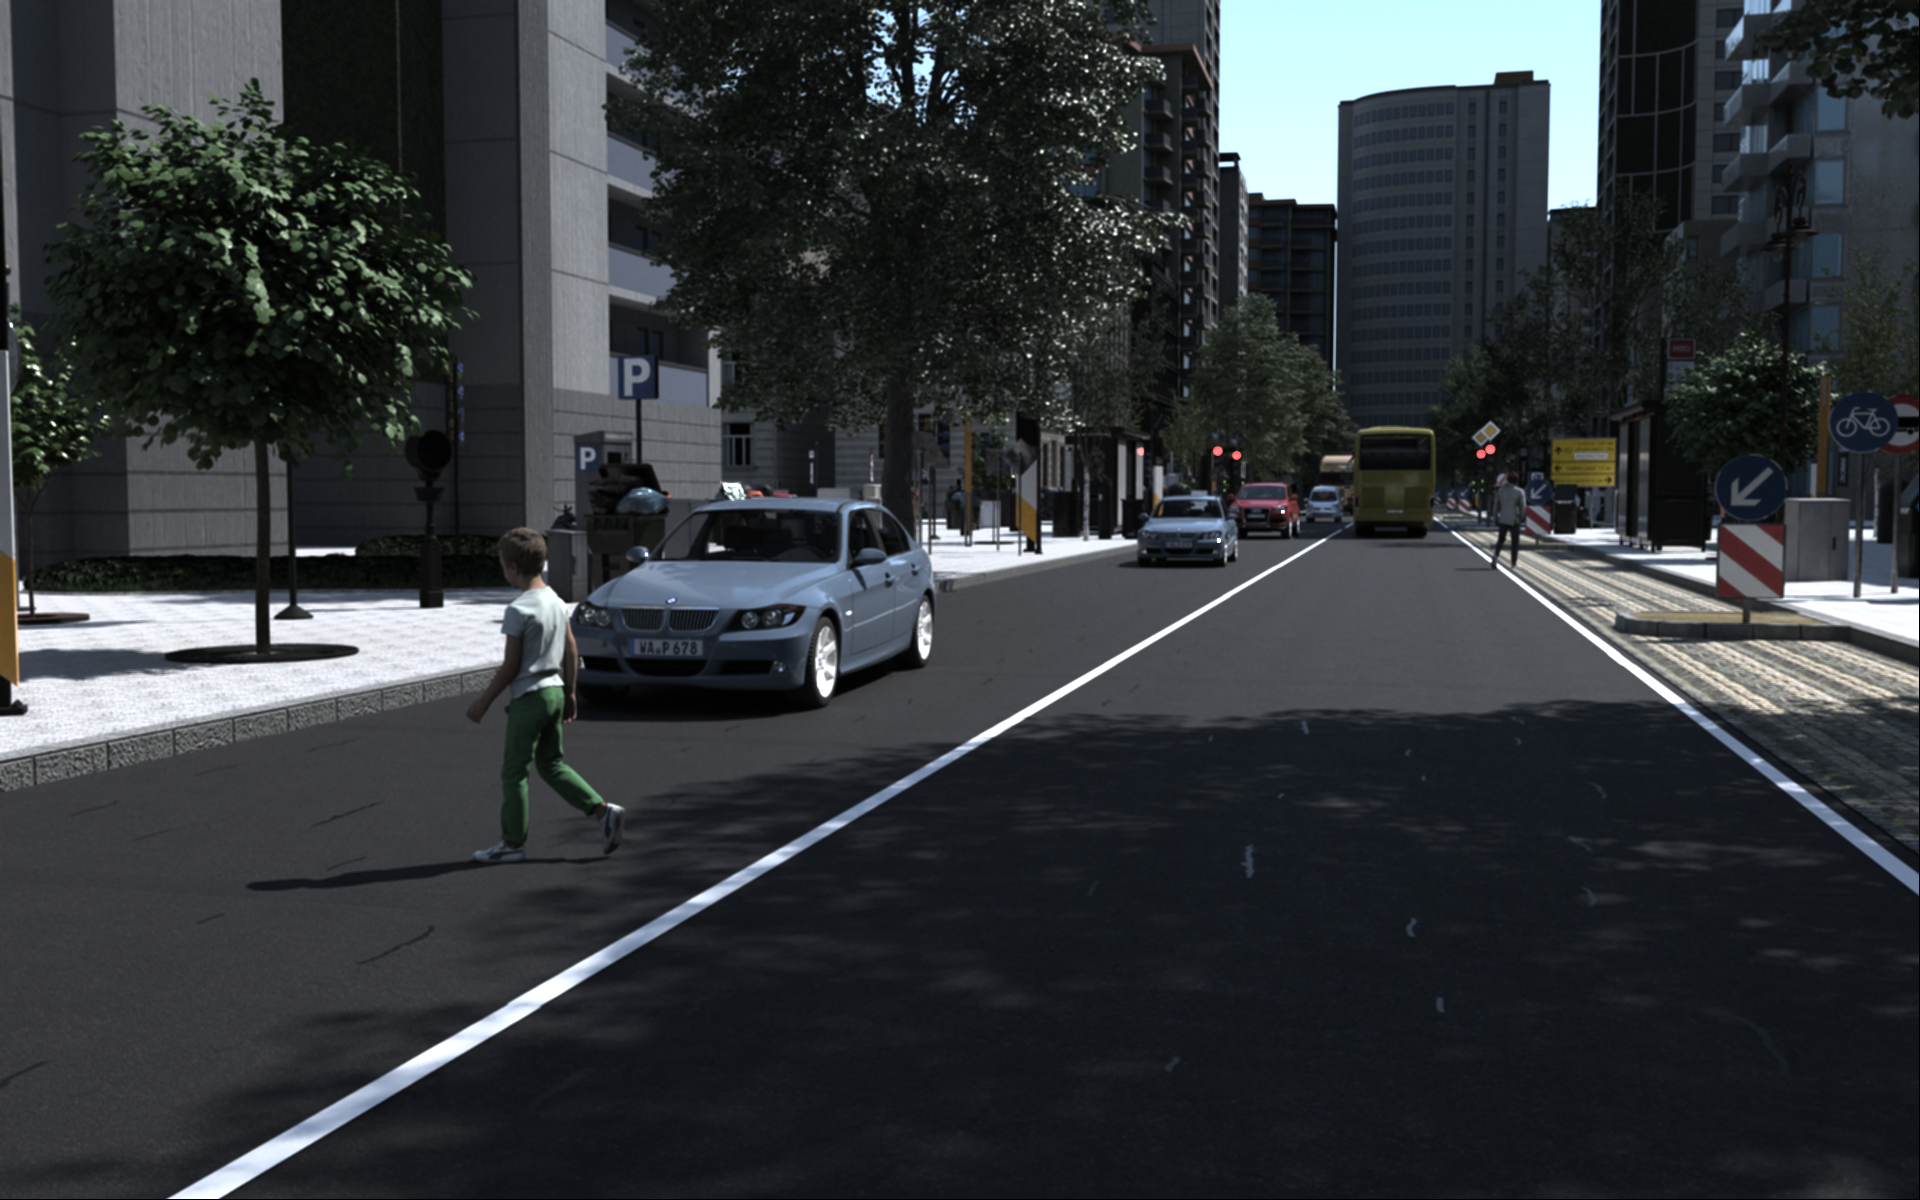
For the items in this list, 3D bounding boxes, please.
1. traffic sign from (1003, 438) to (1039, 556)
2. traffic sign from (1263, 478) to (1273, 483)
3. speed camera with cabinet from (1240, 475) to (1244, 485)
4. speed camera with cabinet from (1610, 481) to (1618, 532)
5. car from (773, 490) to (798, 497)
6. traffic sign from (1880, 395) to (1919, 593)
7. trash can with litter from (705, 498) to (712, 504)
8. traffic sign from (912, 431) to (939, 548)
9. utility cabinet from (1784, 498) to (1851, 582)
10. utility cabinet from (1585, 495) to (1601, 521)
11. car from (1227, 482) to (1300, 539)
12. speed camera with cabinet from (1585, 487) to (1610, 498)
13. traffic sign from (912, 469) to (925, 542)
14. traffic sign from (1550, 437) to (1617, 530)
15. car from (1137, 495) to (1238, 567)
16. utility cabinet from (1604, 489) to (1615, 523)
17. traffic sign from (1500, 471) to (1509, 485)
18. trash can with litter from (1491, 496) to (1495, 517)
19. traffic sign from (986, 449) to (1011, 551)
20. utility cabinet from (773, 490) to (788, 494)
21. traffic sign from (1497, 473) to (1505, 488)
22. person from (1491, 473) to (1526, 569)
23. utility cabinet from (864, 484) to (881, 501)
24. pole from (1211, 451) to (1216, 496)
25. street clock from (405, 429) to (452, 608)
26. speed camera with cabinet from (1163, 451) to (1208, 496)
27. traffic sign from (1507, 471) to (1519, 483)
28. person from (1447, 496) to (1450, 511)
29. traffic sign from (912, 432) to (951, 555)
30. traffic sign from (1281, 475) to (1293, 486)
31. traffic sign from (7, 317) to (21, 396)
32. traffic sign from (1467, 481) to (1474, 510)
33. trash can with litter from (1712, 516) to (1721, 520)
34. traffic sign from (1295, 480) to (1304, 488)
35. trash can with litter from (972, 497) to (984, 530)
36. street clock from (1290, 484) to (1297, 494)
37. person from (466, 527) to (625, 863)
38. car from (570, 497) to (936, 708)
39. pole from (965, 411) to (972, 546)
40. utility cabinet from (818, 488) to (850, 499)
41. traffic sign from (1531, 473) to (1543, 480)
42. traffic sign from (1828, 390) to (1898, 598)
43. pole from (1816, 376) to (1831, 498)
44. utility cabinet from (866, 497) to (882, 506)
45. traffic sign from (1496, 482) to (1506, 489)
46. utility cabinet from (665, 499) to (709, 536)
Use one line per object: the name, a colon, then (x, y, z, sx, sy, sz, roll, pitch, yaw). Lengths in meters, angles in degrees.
traffic sign: (1.243, -2.122, 35.882, 0.795, 2.450, 0.064, 2, 4, 23)
traffic sign: (24.786, -8.524, 139.474, 0.768, 2.556, 0.104, 1, 4, 16)
speed camera with cabinet: (18.724, -7.327, 114.125, 2.038, 3.252, 0.660, -3, 5, -43)
speed camera with cabinet: (22.396, -3.847, 57.234, 0.660, 3.252, 2.038, 0, 4, -6)
car: (-9.147, -4.276, 78.946, 4.494, 1.783, 2.155, 1, 4, 13)
traffic sign: (12.097, -1.360, 22.344, 0.768, 2.556, 0.104, 1, 4, 17)
trash can with litter: (-6.230, -2.084, 45.456, 1.055, 1.170, 0.624, 0, 4, 6)
traffic sign: (-0.809, -2.141, 35.116, 0.768, 2.556, 0.104, 1, 4, 18)
utility cabinet: (12.650, -0.881, 25.566, 1.020, 1.237, 0.306, -1, 4, -22)
utility cabinet: (30.113, -4.389, 82.922, 1.020, 1.237, 0.306, 0, 4, 8)
car: (10.020, -2.957, 57.027, 2.281, 1.827, 5.304, 1, 4, 15)
speed camera with cabinet: (36.456, -6.483, 100.338, 2.038, 3.252, 0.660, 0, 4, -3)
traffic sign: (-1.050, -2.487, 40.769, 0.768, 2.556, 0.104, 1, 4, 16)
traffic sign: (22.509, -4.202, 62.583, 2.265, 3.308, 0.079, 1, 4, 21)
car: (4.748, -1.452, 35.743, 2.014, 1.417, 4.499, 1, 4, 13)
utility cabinet: (28.362, -4.086, 75.481, 0.318, 1.500, 1.173, 2, 4, 30)
traffic sign: (30.539, -5.907, 96.588, 0.884, 2.594, 0.081, 1, 4, 17)
trash can with litter: (30.548, -5.365, 99.102, 0.624, 1.170, 1.055, 1, 4, 20)
traffic sign: (0.864, -2.266, 39.174, 0.606, 2.300, 0.079, 1, 4, 18)
utility cabinet: (-9.085, -4.789, 86.976, 0.318, 1.500, 1.173, 2, 4, 30)
traffic sign: (33.367, -6.505, 106.463, 0.768, 2.556, 0.104, 1, 4, 23)
person: (10.497, -1.516, 33.139, 0.661, 1.843, 0.795, 3, 5, 41)
utility cabinet: (-1.799, -1.911, 39.928, 0.318, 1.500, 1.173, 2, 4, 25)
pole: (12.096, -5.426, 82.550, 0.158, 3.312, 0.155, 0, 3, 0)
street clock: (-5.972, -0.914, 19.515, 0.358, 2.002, 0.471, 3, 5, 40)
speed camera with cabinet: (10.472, -5.280, 80.662, 2.038, 3.252, 0.660, 0, 4, -7)
traffic sign: (30.473, -5.825, 95.339, 0.768, 2.556, 0.104, 1, 4, 22)
person: (41.916, -8.540, 148.816, 0.721, 1.739, 1.217, 1, 4, 11)
traffic sign: (-0.634, -2.232, 36.497, 0.884, 2.594, 0.081, 1, 4, 15)
traffic sign: (21.292, -6.890, 112.762, 0.768, 2.556, 0.104, 1, 4, 16)
traffic sign: (-6.433, -0.684, 11.286, 0.768, 2.556, 0.104, 1, 4, 17)
traffic sign: (40.823, -8.437, 137.949, 0.884, 2.594, 0.081, 1, 4, 15)
trash can with litter: (37.684, -4.649, 87.066, 1.678, 1.210, 2.233, 2, 4, 27)
traffic sign: (27.291, -8.454, 139.410, 0.795, 2.450, 0.064, 1, 4, 18)
trash can with litter: (0.505, -3.064, 61.486, 0.624, 1.170, 1.055, 0, 4, 6)
street clock: (23.856, -7.295, 123.840, 0.471, 2.002, 0.358, -2, 4, -28)
person: (-1.611, 0.368, 6.739, 0.590, 1.304, 0.306, 0, 4, 0)
car: (-1.400, -0.076, 13.247, 2.014, 1.417, 4.499, 1, 4, 13)
pole: (0.201, -2.967, 42.360, 0.158, 3.312, 0.155, 0, 3, 0)
utility cabinet: (-4.714, -3.422, 64.630, 1.173, 1.500, 0.318, -2, 4, -24)
traffic sign: (27.501, -4.921, 82.584, 0.606, 2.300, 0.079, 1, 4, 21)
traffic sign: (11.121, -1.302, 21.392, 0.768, 2.556, 0.104, 1, 4, 21)
pole: (14.964, -2.214, 30.044, 0.158, 3.312, 0.155, 0, 3, 0)
utility cabinet: (-1.575, -1.426, 34.470, 0.306, 1.237, 1.020, 1, 4, 13)
traffic sign: (39.252, -7.704, 125.968, 0.884, 2.594, 0.081, 1, 4, 17)
utility cabinet: (-3.817, -0.795, 24.152, 0.306, 1.237, 1.020, -2, 4, -30)
